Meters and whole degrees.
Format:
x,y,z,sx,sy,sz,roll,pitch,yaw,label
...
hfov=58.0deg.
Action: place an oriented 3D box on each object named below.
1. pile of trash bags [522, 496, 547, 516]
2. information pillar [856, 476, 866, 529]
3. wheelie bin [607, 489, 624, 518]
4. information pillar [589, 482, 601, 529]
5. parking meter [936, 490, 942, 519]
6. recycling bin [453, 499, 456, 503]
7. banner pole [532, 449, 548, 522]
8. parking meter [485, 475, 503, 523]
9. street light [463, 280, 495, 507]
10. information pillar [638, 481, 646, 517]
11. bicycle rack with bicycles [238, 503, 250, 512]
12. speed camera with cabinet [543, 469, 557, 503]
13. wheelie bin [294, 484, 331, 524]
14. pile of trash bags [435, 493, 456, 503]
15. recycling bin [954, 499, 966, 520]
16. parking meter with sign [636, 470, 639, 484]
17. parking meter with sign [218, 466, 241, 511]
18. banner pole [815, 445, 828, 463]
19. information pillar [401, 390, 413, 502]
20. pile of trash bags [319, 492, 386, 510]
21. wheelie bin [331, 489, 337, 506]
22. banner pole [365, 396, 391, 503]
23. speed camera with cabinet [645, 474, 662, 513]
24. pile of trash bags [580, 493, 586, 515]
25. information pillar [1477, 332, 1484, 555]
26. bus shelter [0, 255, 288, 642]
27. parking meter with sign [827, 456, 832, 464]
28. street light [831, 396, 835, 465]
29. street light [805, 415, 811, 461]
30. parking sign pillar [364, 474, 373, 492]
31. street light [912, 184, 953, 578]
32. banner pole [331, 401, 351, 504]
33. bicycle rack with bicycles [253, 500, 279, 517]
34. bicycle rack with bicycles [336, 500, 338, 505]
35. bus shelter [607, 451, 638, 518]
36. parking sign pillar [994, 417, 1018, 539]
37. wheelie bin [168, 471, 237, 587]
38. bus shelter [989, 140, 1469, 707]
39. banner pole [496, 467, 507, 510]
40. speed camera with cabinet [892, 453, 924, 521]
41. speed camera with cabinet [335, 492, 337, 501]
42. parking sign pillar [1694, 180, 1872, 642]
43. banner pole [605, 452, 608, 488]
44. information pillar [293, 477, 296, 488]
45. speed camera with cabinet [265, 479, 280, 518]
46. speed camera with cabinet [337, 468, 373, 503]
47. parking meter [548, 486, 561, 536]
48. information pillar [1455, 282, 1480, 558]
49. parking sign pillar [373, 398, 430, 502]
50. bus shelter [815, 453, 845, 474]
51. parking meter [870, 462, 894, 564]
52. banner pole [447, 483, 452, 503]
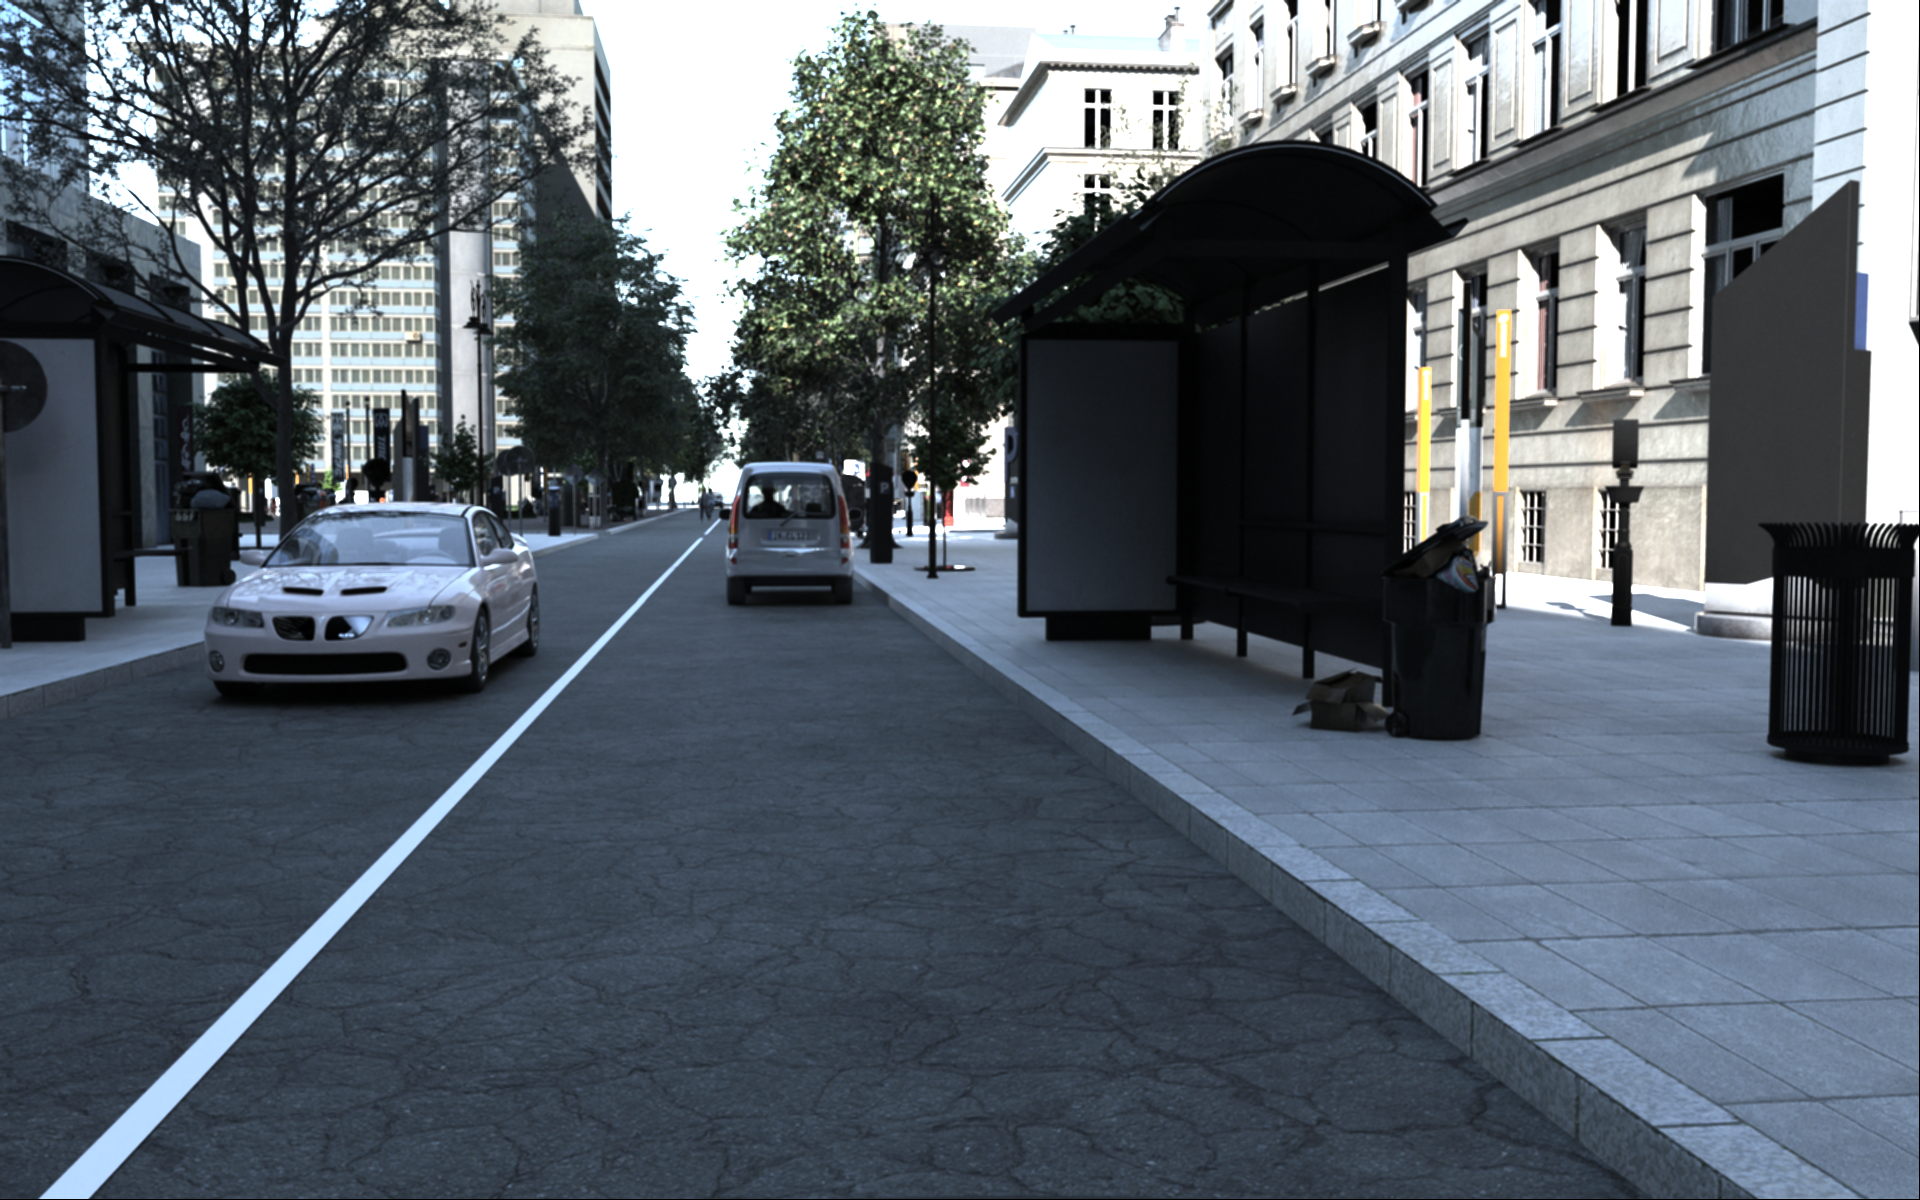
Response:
x,y,z,sx,sy,sz,roll,pitch,yaw,label
-24.369,-5.620,101.634,3.447,1.369,1.912,3,4,38,pile of trash bags
-3.643,-3.587,63.139,0.304,2.012,0.304,3,4,36,information pillar
-17.741,-4.980,89.332,0.980,1.594,0.693,-1,4,-23,wheelie bin
-13.497,-3.637,63.960,0.304,2.012,0.304,3,5,43,information pillar
-1.023,-4.873,88.080,0.372,1.533,0.369,0,3,0,parking meter
-28.060,-5.189,97.402,0.722,1.027,0.722,-2,4,-35,recycling bin
-19.440,-5.511,80.121,0.863,3.779,0.401,-3,5,-44,banner pole
-14.187,-2.886,52.898,0.399,1.863,0.255,-2,4,-27,parking meter
-10.395,-3.960,37.541,0.468,5.910,1.993,0,4,-7,street light
-17.646,-5.601,96.061,0.304,2.012,0.304,1,4,14,information pillar
-50.086,-6.801,124.580,2.852,0.926,2.925,-2,4,-29,bicycle rack with bicycles
-27.494,-7.447,116.094,0.660,3.252,2.038,-2,4,-25,speed camera with cabinet
-19.597,-2.694,51.947,0.693,1.594,0.980,2,4,31,wheelie bin
-31.454,-5.852,105.433,1.912,1.369,3.447,0,4,3,pile of trash bags
-0.114,-4.407,84.602,0.722,1.027,0.722,1,4,9,recycling bin
-23.082,-7.779,123.448,0.543,3.016,1.738,1,4,12,parking meter with sign
-47.296,-7.083,112.067,1.738,3.016,0.543,1,4,13,parking meter with sign
-6.699,-5.795,84.758,0.863,3.779,0.401,-2,4,-26,banner pole
-12.471,-2.920,39.101,0.183,3.616,0.504,0,4,-2,information pillar
-28.278,-4.297,80.010,3.447,1.369,1.912,1,4,12,pile of trash bags
-36.784,-5.694,101.011,0.980,1.594,0.693,0,4,8,wheelie bin
-14.970,-3.329,44.454,0.863,3.779,0.401,1,4,11,banner pole
-21.444,-7.604,118.654,2.038,3.252,0.660,-2,4,-33,speed camera with cabinet
-23.985,-6.022,108.210,3.447,1.369,1.912,-2,4,-31,pile of trash bags
6.365,-1.856,21.698,0.183,3.616,0.504,-1,4,-15,information pillar
-8.505,-1.439,17.444,2.014,3.302,5.546,0,4,-7,bus shelter
-5.895,-5.123,80.025,0.543,3.016,1.738,0,4,-7,parking meter with sign
-4.020,-5.016,54.795,0.468,5.910,1.993,0,4,-7,street light
-7.110,-6.571,80.217,0.468,5.910,1.993,0,4,-7,street light
-44.185,-8.669,130.213,1.447,3.967,1.447,2,4,31,parking sign pillar
-0.419,-3.269,26.230,0.468,5.910,1.993,0,4,-7,street light
-16.652,-3.469,46.728,0.863,3.779,0.401,2,4,26,banner pole
-38.956,-5.277,99.658,2.925,0.926,2.852,-1,4,-16,bicycle rack with bicycles
-37.521,-5.562,104.328,2.925,0.926,2.852,2,4,26,bicycle rack with bicycles
-18.925,-6.451,96.750,1.731,3.624,6.357,0,4,-7,bus shelter
1.698,-3.751,49.805,1.447,3.967,1.447,-1,4,-18,parking sign pillar
-10.561,-0.994,24.166,0.980,1.594,0.693,1,4,23,wheelie bin
1.596,-1.147,12.683,2.014,3.302,5.546,0,4,-7,bus shelter
-29.868,-7.523,113.021,0.863,3.779,0.401,-2,4,-31,banner pole
-2.471,-5.431,83.126,2.038,3.252,0.660,3,4,36,speed camera with cabinet
-44.240,-7.894,123.396,0.660,3.252,2.038,-3,5,-39,speed camera with cabinet
7.456,-1.660,15.613,1.447,3.967,1.447,-2,4,-32,parking sign pillar
-17.990,-5.960,87.467,0.401,3.779,0.863,1,4,21,banner pole
-29.480,-4.401,76.444,0.304,2.012,0.304,-1,4,-10,information pillar
-40.942,-6.719,104.190,2.038,3.252,0.660,3,4,36,speed camera with cabinet
-39.747,-7.318,113.993,2.038,3.252,0.660,0,4,7,speed camera with cabinet
-12.423,-2.728,53.018,0.372,1.533,0.369,0,3,0,parking meter
5.661,-1.716,19.403,0.183,3.616,0.504,1,4,18,information pillar
-15.580,-3.713,49.183,1.447,3.967,1.447,3,5,45,parking sign pillar
-6.951,-5.775,88.347,2.014,3.302,5.546,0,4,-7,bus shelter
-1.449,-1.614,32.105,0.399,1.863,0.255,-2,4,-32,parking meter
-37.321,-8.381,127.043,0.863,3.779,0.401,-2,4,-30,banner pole
